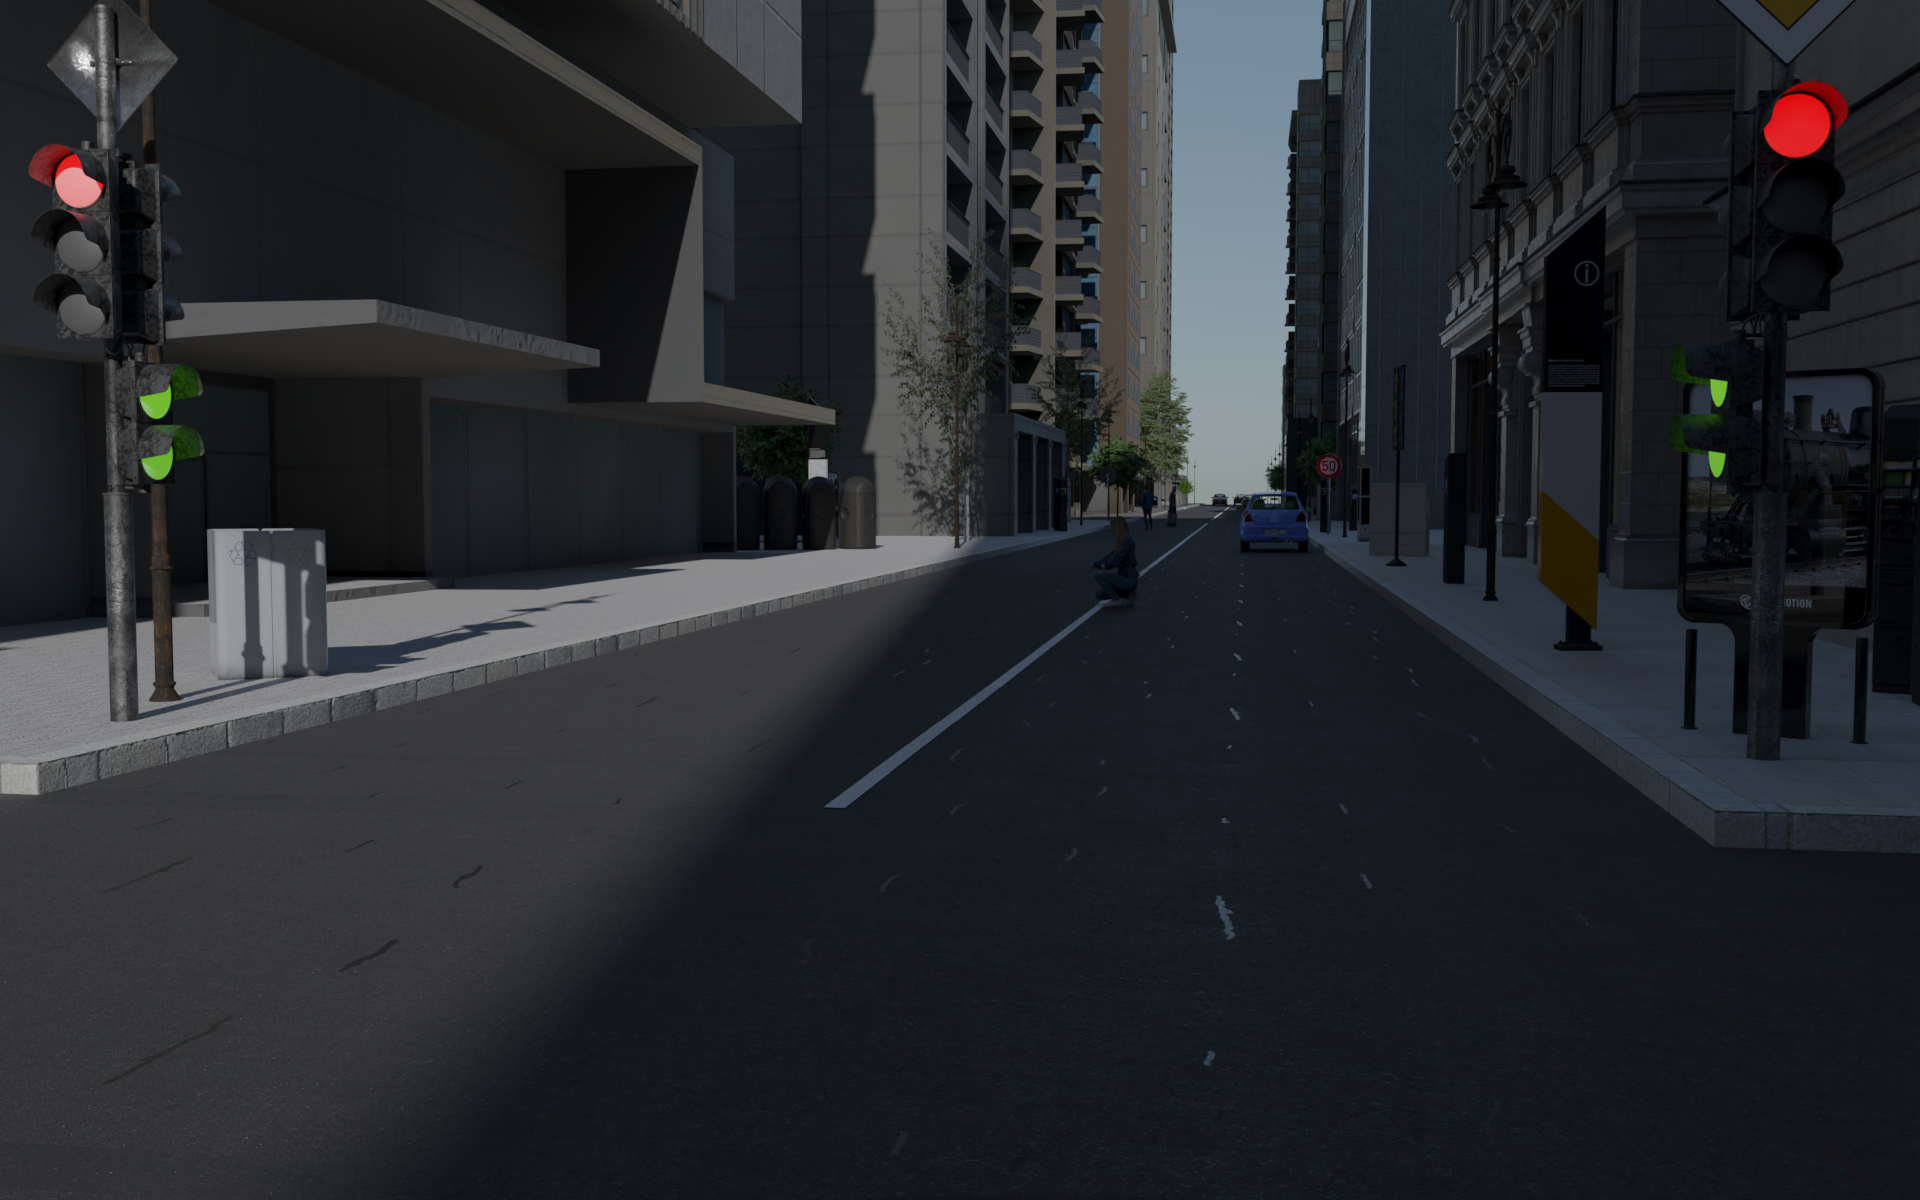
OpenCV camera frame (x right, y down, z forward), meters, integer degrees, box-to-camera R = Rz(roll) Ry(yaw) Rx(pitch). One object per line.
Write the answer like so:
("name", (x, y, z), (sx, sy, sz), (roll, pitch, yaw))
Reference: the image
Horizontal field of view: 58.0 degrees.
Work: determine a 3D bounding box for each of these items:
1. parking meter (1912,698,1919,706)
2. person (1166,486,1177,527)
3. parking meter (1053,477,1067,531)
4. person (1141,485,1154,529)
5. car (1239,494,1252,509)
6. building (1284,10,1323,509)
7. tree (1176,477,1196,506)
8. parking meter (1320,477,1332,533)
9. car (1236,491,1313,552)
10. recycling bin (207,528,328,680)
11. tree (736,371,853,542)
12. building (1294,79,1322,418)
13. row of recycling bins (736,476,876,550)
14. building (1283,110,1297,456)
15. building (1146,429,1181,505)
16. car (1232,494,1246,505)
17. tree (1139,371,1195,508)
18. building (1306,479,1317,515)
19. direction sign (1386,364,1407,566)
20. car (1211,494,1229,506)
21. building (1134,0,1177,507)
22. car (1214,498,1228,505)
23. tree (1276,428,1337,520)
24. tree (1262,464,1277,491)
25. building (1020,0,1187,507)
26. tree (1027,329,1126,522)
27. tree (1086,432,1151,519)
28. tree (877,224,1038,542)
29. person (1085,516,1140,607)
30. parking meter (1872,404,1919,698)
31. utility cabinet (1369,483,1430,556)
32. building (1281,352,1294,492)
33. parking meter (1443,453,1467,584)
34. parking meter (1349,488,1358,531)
("parking meter", (5.959, -0.289, 10.439), (0.399, 1.863, 0.255), (1, 4, 17))
("person", (9.315, -4.129, 76.221), (0.699, 1.804, 1.509), (1, 4, 20))
("parking meter", (3.489, -3.354, 60.542), (0.399, 1.863, 0.255), (2, 4, 25))
("person", (7.618, -3.766, 70.257), (0.721, 1.800, 0.419), (-2, 4, -31))
("car", (23.370, -7.726, 138.125), (2.131, 1.459, 4.920), (1, 4, 9))
("building", (37.839, -50.430, 137.201), (22.319, 86.520, 31.000), (1, 4, 9))
("tree", (24.959, -12.106, 192.535), (1.663, 3.219, 1.824), (0, 3, 0))
("parking meter", (12.183, -3.180, 57.706), (0.255, 1.863, 0.399), (2, 4, 35))
("car", (7.983, -2.104, 43.993), (1.945, 1.707, 3.694), (1, 4, 10))
("recycling bin", (-4.944, 0.012, 12.362), (0.722, 1.027, 0.722), (-2, 4, -28))
("tree", (-4.564, -3.832, 46.374), (4.285, 4.588, 4.351), (0, 3, 0))
("building", (40.624, -29.954, 173.334), (14.154, 41.232, 14.086), (1, 4, 9))
("row of recycling bins", (-3.687, -2.017, 40.089), (3.534, 1.692, 1.069), (-1, 4, -14))
("building", (47.713, -32.976, 193.786), (22.147, 44.769, 28.867), (1, 4, 9))
("building", (10.353, -31.606, 208.642), (32.217, 40.220, 23.993), (1, 4, 9))
("car", (35.709, -12.747, 220.203), (2.131, 1.459, 4.920), (1, 4, 10))
("tree", (18.211, -14.796, 160.046), (7.486, 12.596, 7.792), (0, 3, 0))
("building", (39.000, -25.610, 110.608), (32.217, 40.220, 23.993), (1, 4, 9))
("direction sign", (7.778, -2.371, 30.762), (0.379, 3.537, 0.876), (0, 4, 3))
("car", (31.806, -12.418, 212.070), (2.155, 1.783, 4.494), (1, 4, 9))
("building", (7.803, -36.294, 182.637), (28.713, 52.752, 27.495), (1, 4, 9))
("car", (33.355, -12.849, 221.871), (2.131, 1.459, 4.920), (1, 4, 9))
("tree", (18.402, -6.278, 86.360), (4.285, 4.588, 4.351), (0, 3, 0))
("tree", (30.441, -11.066, 164.636), (4.285, 4.588, 4.351), (0, 3, 0))
("building", (19.861, -48.381, 229.287), (20.563, 71.187, 20.611), (1, 4, 9))
("tree", (5.178, -7.809, 78.040), (4.737, 8.622, 4.395), (0, 3, 0))
("tree", (8.327, -6.561, 90.991), (4.285, 4.588, 4.351), (0, 3, 0))
("tree", (-0.057, -5.887, 46.609), (4.360, 8.622, 3.978), (0, 3, 0))
("person", (1.925, -0.494, 22.075), (0.738, 1.151, 1.012), (1, 4, 8))
("parking meter", (6.086, -0.335, 11.182), (0.255, 1.863, 0.399), (3, 4, 38))
("utility cabinet", (9.077, -1.656, 35.756), (1.173, 1.500, 0.318), (2, 4, 30))
("building", (55.736, -23.116, 222.991), (27.650, 21.520, 28.899), (1, 4, 9))
("parking meter", (7.104, -1.172, 24.877), (0.255, 1.863, 0.399), (0, 4, 6))
("parking meter", (13.825, -3.198, 60.693), (0.372, 1.533, 0.369), (0, 3, 0))
